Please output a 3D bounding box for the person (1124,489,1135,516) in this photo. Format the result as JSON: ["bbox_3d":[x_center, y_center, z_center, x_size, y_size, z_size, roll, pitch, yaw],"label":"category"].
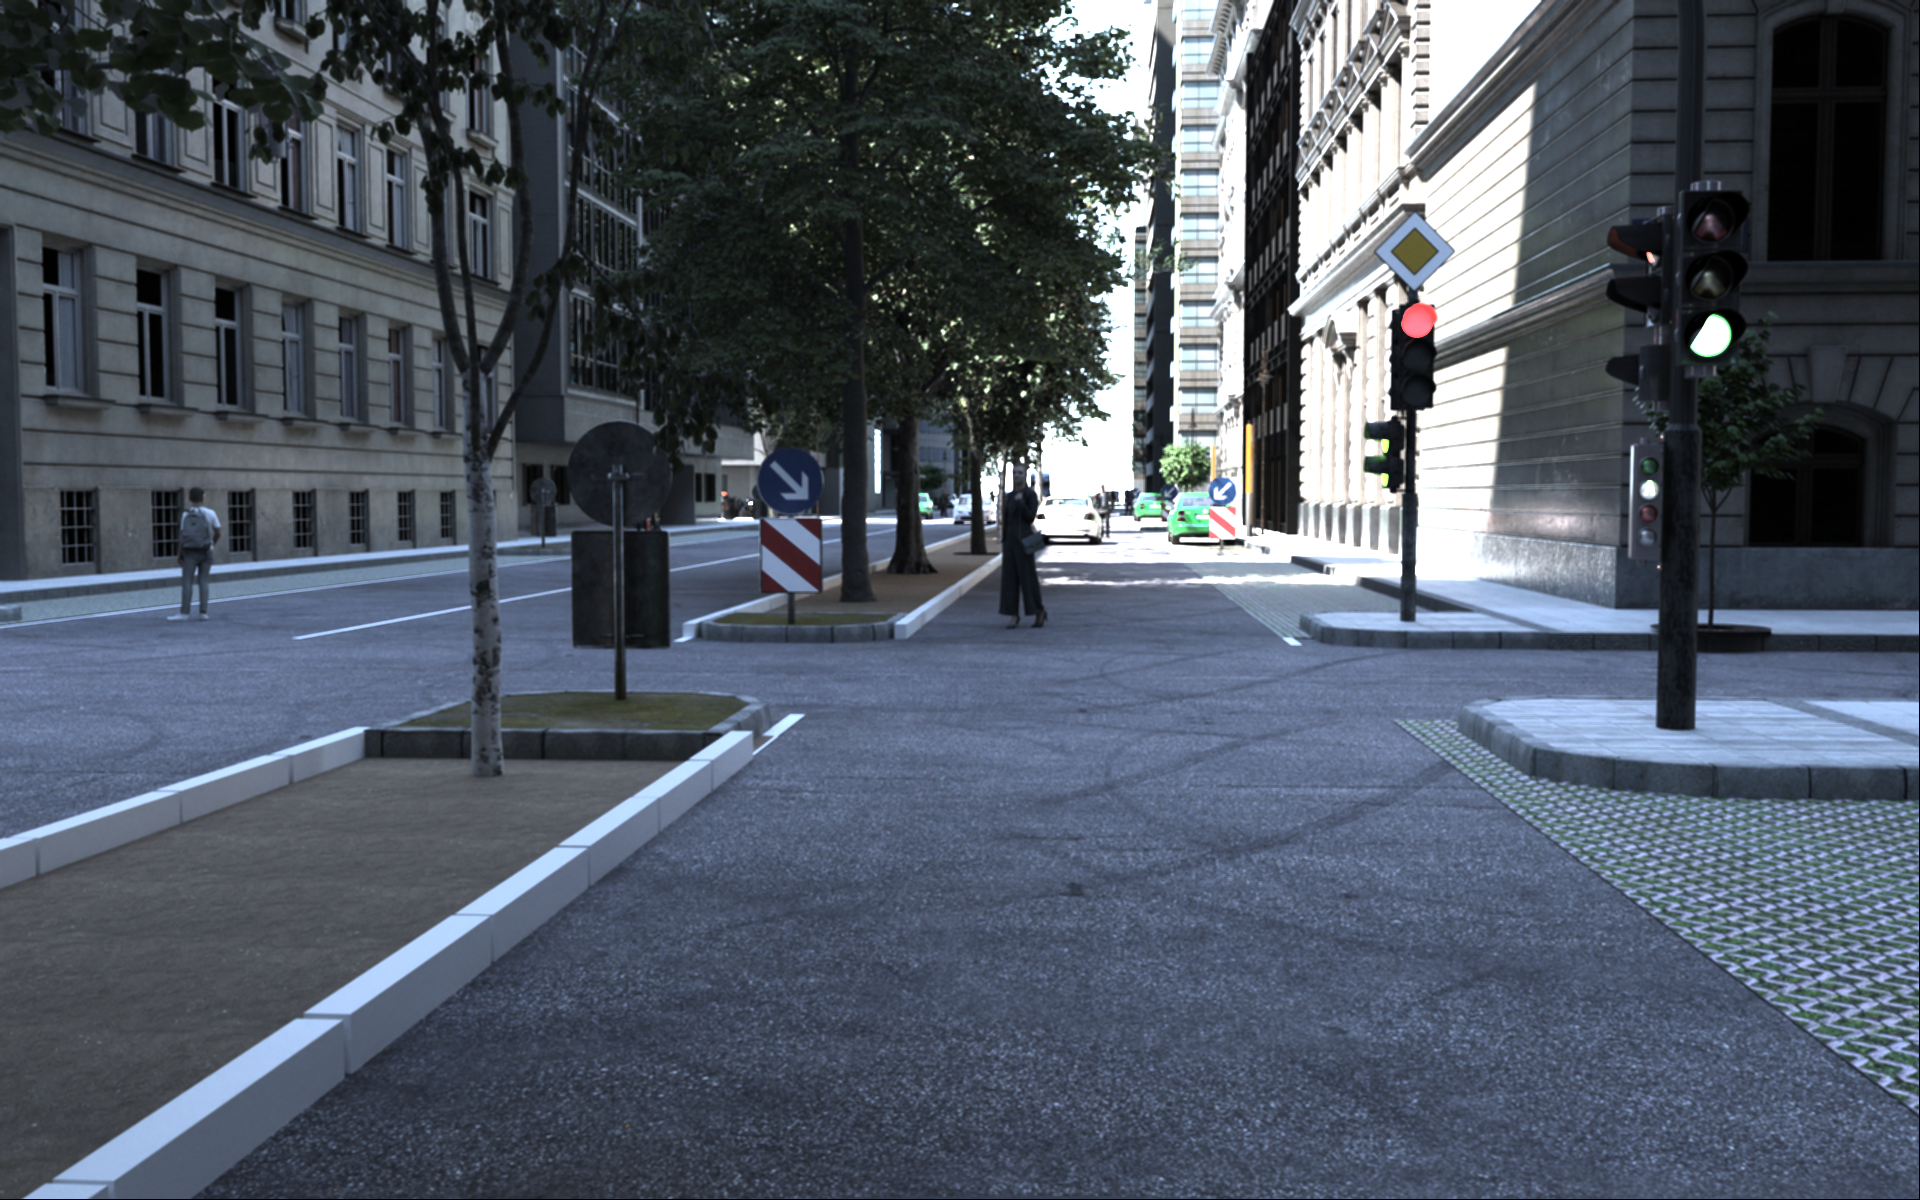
[{"bbox_3d":[11.048,-6.371,113.118,0.683,1.767,0.568,0,4,-2],"label":"person"}]

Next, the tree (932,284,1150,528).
[{"bbox_3d":[2.741,-9.783,72.772,12.009,13.543,11.850,0,3,0],"label":"tree"}]

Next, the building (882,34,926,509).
[{"bbox_3d":[-17.619,-34.513,153.523,28.713,52.752,27.495,0,4,4],"label":"building"}]

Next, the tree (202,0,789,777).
[{"bbox_3d":[-2.401,-3.393,8.292,4.360,8.622,3.978,0,3,0],"label":"tree"}]

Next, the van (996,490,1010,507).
[{"bbox_3d":[4.847,-11.233,190.676,2.013,2.044,4.112,0,4,3],"label":"van"}]

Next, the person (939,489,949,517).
[{"bbox_3d":[-0.978,-6.151,109.625,0.434,1.755,0.990,-3,4,-37],"label":"person"}]

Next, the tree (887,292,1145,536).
[{"bbox_3d":[1.291,-7.253,55.463,8.767,10.594,7.601,0,4,4],"label":"tree"}]

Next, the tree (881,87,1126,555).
[{"bbox_3d":[0.332,-6.872,40.563,9.928,11.665,9.643,0,3,0],"label":"tree"}]

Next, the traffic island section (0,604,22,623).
[{"bbox_3d":[-11.650,0.218,18.715,2.009,0.180,2.903,0,4,4],"label":"traffic island section"}]

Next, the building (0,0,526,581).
[{"bbox_3d":[-20.497,-12.241,33.419,16.112,22.955,30.059,0,4,4],"label":"building"}]

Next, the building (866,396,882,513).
[{"bbox_3d":[-16.582,-49.558,122.940,22.319,86.520,31.000,0,4,4],"label":"building"}]

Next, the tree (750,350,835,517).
[{"bbox_3d":[-9.718,-9.404,88.174,8.767,10.594,7.601,-3,5,-43],"label":"tree"}]

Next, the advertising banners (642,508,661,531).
[{"bbox_3d":[-10.232,-3.706,56.776,0.090,3.025,2.074,1,4,12],"label":"advertising banners"}]

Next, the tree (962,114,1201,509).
[{"bbox_3d":[5.139,-13.908,85.745,12.611,20.169,13.585,0,3,0],"label":"tree"}]

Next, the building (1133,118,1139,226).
[{"bbox_3d":[37.694,-39.548,235.851,28.713,52.752,27.495,0,4,4],"label":"building"}]

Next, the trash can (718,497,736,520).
[{"bbox_3d":[-11.412,-4.525,85.631,0.748,1.137,0.748,0,3,0],"label":"trash can"}]

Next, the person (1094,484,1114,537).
[{"bbox_3d":[4.723,-2.932,56.837,0.661,1.777,0.834,0,4,-1],"label":"person"}]

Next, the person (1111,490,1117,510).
[{"bbox_3d":[13.505,-8.793,152.276,0.705,1.822,1.348,-1,4,-16],"label":"person"}]

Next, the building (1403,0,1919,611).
[{"bbox_3d":[24.570,-12.435,22.405,34.723,24.649,14.460,0,4,4],"label":"building"}]

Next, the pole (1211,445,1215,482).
[{"bbox_3d":[10.601,-4.812,72.518,0.158,3.312,0.155,0,3,0],"label":"pole"}]

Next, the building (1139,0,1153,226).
[{"bbox_3d":[31.950,-40.708,207.582,21.231,58.520,28.212,0,4,4],"label":"building"}]

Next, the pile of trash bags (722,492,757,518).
[{"bbox_3d":[-11.908,-5.074,92.704,1.912,1.369,3.447,1,4,22],"label":"pile of trash bags"}]

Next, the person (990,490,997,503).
[{"bbox_3d":[2.725,-7.863,137.776,0.721,1.736,1.217,-2,4,-29],"label":"person"}]

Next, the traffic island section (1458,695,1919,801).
[{"bbox_3d":[3.943,0.780,9.528,2.009,0.180,2.903,0,4,4],"label":"traffic island section"}]

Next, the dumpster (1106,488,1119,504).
[{"bbox_3d":[21.867,-14.881,248.252,1.985,2.255,1.502,0,4,5],"label":"dumpster"}]

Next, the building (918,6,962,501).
[{"bbox_3d":[-11.284,-39.706,191.188,21.231,58.520,28.212,0,4,4],"label":"building"}]

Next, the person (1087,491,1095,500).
[{"bbox_3d":[11.080,-8.540,148.843,1.217,1.735,0.721,-2,4,-28],"label":"person"}]

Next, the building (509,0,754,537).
[{"bbox_3d":[-17.412,-14.954,63.561,14.314,24.678,30.058,0,4,4],"label":"building"}]

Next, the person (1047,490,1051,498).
[{"bbox_3d":[6.471,-7.128,125.955,0.530,1.710,0.541,0,4,-4],"label":"person"}]

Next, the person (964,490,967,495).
[{"bbox_3d":[0.620,-8.406,146.653,0.721,1.743,1.217,1,4,18],"label":"person"}]

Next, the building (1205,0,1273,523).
[{"bbox_3d":[18.924,-17.886,79.819,14.401,28.519,23.554,0,4,4],"label":"building"}]

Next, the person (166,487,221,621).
[{"bbox_3d":[-8.671,-0.521,19.617,0.523,1.515,0.503,1,4,14],"label":"person"}]

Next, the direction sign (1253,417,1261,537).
[{"bbox_3d":[8.785,-3.640,51.512,0.379,3.537,0.876,1,4,15],"label":"direction sign"}]

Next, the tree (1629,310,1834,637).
[{"bbox_3d":[7.076,-1.302,15.896,1.663,3.219,1.824,0,3,0],"label":"tree"}]

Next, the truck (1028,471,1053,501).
[{"bbox_3d":[9.745,-13.234,206.135,2.967,4.110,18.799,0,4,4],"label":"truck"}]

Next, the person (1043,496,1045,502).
[{"bbox_3d":[4.533,-5.599,100.056,0.705,1.823,1.348,-3,4,-36],"label":"person"}]

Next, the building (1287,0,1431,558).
[{"bbox_3d":[14.263,-13.033,41.960,11.050,23.489,19.941,0,4,4],"label":"building"}]

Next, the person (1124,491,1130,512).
[{"bbox_3d":[13.590,-7.962,139.508,0.721,1.723,1.217,-2,4,-35],"label":"person"}]

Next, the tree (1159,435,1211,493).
[{"bbox_3d":[12.726,-6.933,97.070,4.285,4.588,4.351,0,3,0],"label":"tree"}]

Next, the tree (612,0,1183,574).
[{"bbox_3d":[-0.913,-6.806,30.745,9.611,12.733,9.660,0,3,0],"label":"tree"}]

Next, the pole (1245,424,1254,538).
[{"bbox_3d":[8.508,-3.488,50.865,0.158,3.312,0.155,0,3,0],"label":"pole"}]

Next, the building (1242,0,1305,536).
[{"bbox_3d":[16.813,-14.100,60.214,12.332,23.373,15.834,0,4,4],"label":"building"}]

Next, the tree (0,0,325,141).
[{"bbox_3d":[-2.686,-4.990,2.165,7.486,12.596,7.792,0,3,0],"label":"tree"}]

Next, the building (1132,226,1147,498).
[{"bbox_3d":[25.720,-25.445,187.727,14.160,30.474,14.107,0,4,4],"label":"building"}]

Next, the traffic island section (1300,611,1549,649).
[{"bbox_3d":[4.545,0.293,17.490,2.009,0.180,2.903,0,4,4],"label":"traffic island section"}]

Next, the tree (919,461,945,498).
[{"bbox_3d":[-3.031,-11.386,169.869,4.285,4.588,4.351,0,3,0],"label":"tree"}]

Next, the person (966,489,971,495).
[{"bbox_3d":[0.769,-8.119,141.332,1.350,1.814,0.705,-2,4,-34],"label":"person"}]

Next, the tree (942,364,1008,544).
[{"bbox_3d":[1.097,-5.899,49.262,4.737,8.622,4.395,0,3,0],"label":"tree"}]

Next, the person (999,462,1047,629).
[{"bbox_3d":[0.652,-0.589,18.557,0.576,1.772,0.534,2,4,29],"label":"person"}]

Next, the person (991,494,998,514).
[{"bbox_3d":[2.794,-7.006,123.763,1.217,1.743,0.721,1,4,11],"label":"person"}]
